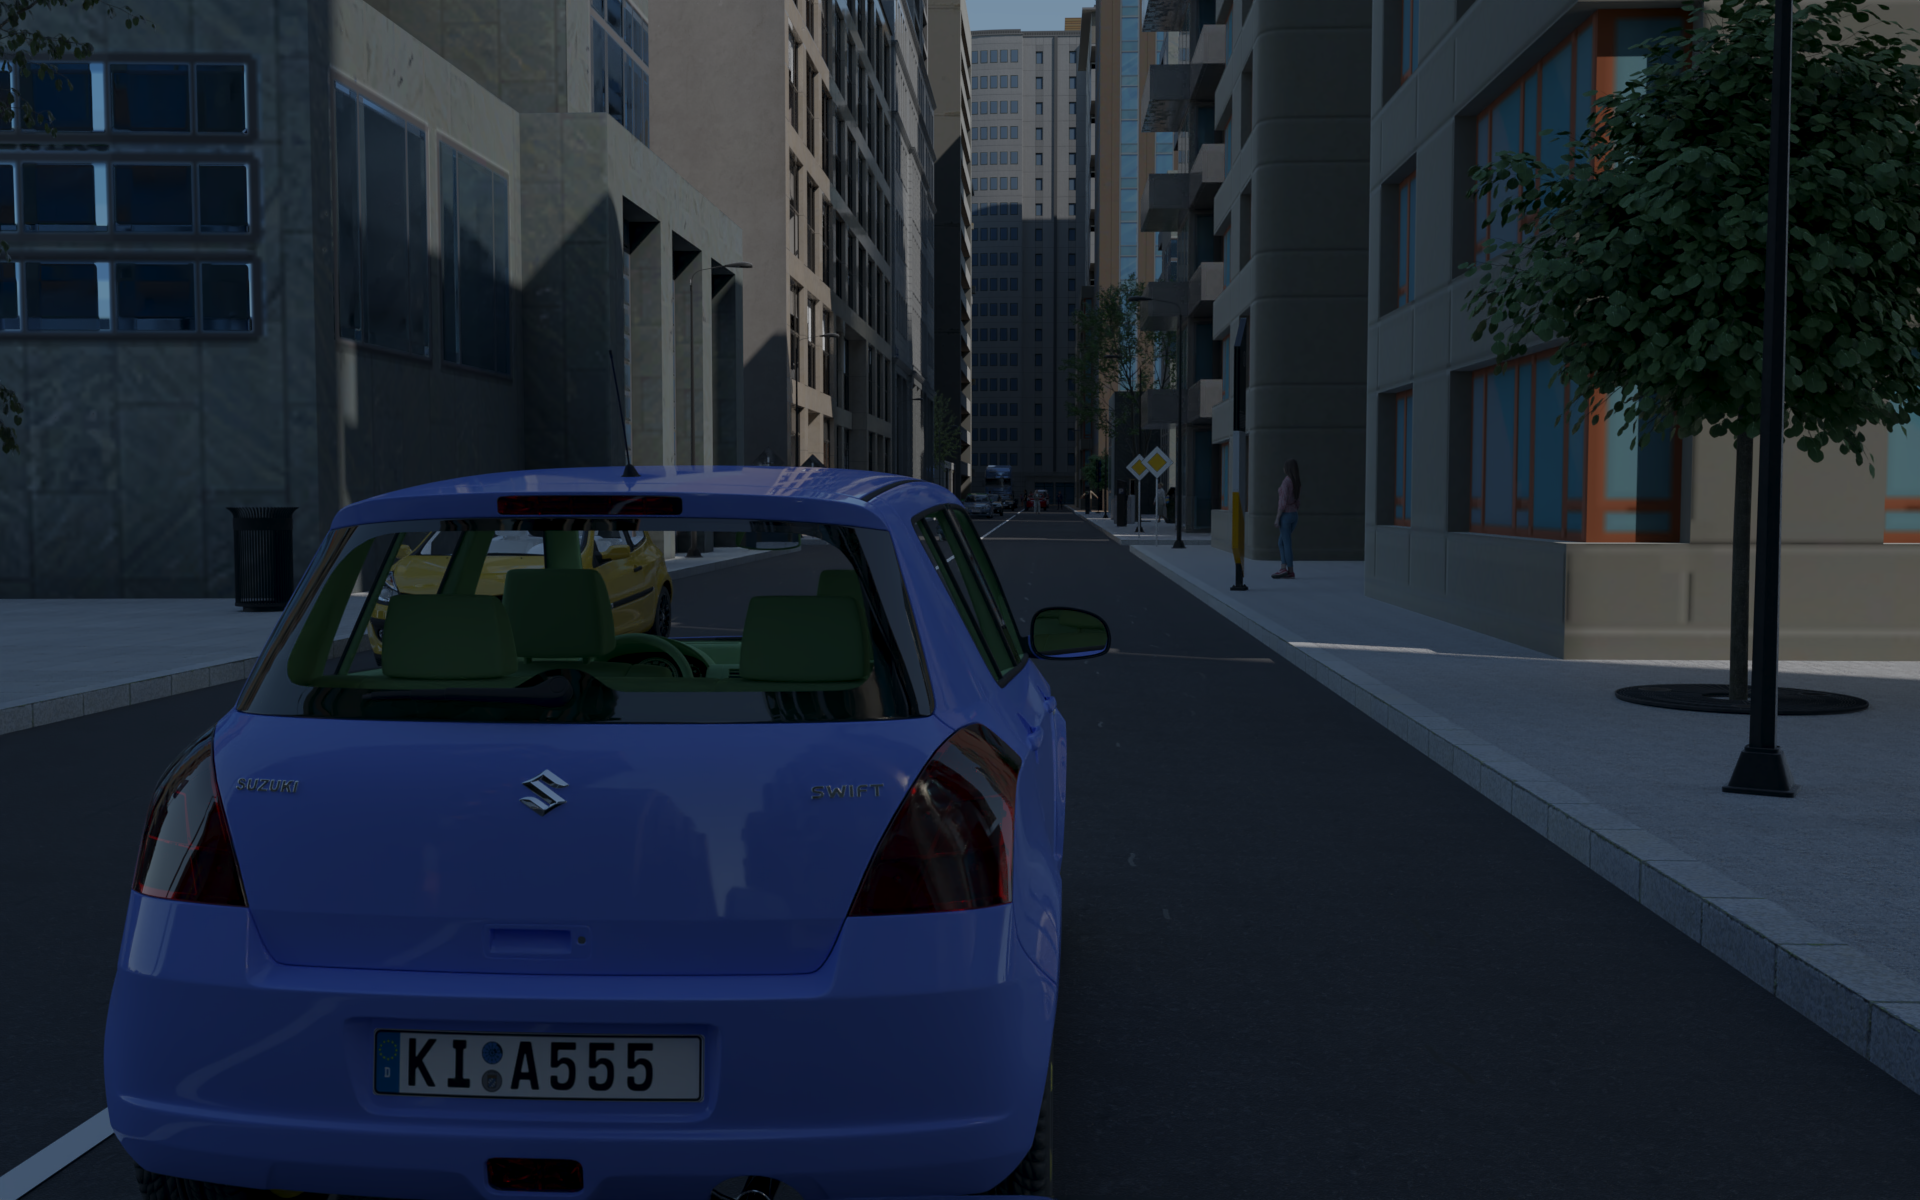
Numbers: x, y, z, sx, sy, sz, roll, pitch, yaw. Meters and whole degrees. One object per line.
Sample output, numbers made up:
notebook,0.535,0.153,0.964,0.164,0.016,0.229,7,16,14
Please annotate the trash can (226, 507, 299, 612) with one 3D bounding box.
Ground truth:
trash can,-7.643,-0.450,19.013,0.748,1.137,0.748,0,3,0

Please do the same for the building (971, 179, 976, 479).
building,-10.528,-30.193,185.533,23.993,40.220,32.217,0,4,3

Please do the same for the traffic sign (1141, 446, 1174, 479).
traffic sign,4.783,-2.429,41.902,0.795,2.593,0.064,0,4,3

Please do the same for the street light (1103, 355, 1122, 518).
street light,5.475,-5.222,57.914,1.470,5.913,1.316,0,4,3

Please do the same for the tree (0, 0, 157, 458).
tree,-6.708,-3.638,9.839,4.360,8.622,3.978,0,3,0

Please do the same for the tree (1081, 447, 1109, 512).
tree,10.159,-8.439,121.687,4.285,4.588,4.351,0,3,0

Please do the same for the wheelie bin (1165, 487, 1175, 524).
wheelie bin,9.402,-4.133,75.489,0.980,1.594,0.693,-3,5,-39

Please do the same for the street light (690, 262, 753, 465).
street light,-4.840,-3.809,34.810,1.470,5.913,1.316,0,4,3

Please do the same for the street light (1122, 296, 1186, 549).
street light,4.630,-4.172,40.754,1.470,5.913,1.316,0,4,3

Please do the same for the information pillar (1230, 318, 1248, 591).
information pillar,3.699,-1.931,22.928,0.183,3.616,0.504,1,4,19

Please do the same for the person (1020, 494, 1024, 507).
person,6.813,-10.943,190.652,0.421,1.427,0.697,1,4,23

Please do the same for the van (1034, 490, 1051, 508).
van,8.195,-10.293,175.304,2.013,2.044,4.112,0,4,2

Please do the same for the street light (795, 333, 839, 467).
street light,-4.188,-4.749,50.189,1.470,5.913,1.316,0,4,3

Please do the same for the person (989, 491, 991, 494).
person,2.771,-8.989,156.183,0.721,1.736,1.217,3,4,38

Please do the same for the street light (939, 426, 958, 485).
street light,-0.835,-8.873,117.609,1.470,5.913,1.316,0,4,3

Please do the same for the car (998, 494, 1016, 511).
car,3.798,-8.466,148.208,2.009,1.686,4.222,0,4,2

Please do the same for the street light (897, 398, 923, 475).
street light,-2.470,-6.810,83.891,1.470,5.913,1.316,0,4,3

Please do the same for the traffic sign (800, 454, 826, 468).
traffic sign,-4.298,-2.947,50.371,0.795,2.593,0.064,0,4,3

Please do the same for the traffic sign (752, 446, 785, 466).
traffic sign,-4.698,-2.459,42.396,0.795,2.593,0.064,0,4,3

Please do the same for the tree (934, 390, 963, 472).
tree,-1.987,-10.571,123.201,4.737,8.622,4.395,0,3,0

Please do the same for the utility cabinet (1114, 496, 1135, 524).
utility cabinet,7.055,-3.868,74.404,0.306,1.237,1.020,-3,5,-40

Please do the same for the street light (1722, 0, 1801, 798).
street light,2.926,-2.129,7.344,1.470,5.913,1.316,0,4,3

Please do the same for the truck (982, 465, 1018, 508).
truck,4.116,-10.932,168.493,2.967,4.110,18.799,0,4,4

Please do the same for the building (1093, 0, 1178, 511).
building,17.662,-29.707,135.825,14.600,45.320,14.200,0,4,3

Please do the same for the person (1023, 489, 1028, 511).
person,5.391,-8.264,143.628,0.705,1.822,1.348,0,4,4

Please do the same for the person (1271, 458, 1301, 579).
person,4.974,-1.236,26.257,0.388,1.821,0.555,2,4,32

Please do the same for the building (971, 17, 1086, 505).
building,5.982,-41.389,218.715,28.212,58.520,21.231,0,4,3

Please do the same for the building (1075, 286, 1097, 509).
building,24.599,-19.125,157.741,27.650,21.520,28.899,0,4,3

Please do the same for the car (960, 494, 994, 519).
car,1.044,-5.545,102.662,2.014,1.417,4.499,0,4,4

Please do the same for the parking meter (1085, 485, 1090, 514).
parking meter,8.127,-6.407,110.470,0.255,1.863,0.399,1,4,9

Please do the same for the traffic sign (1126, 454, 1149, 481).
traffic sign,5.183,-2.917,49.877,0.795,2.593,0.064,0,4,3

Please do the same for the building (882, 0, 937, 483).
building,-7.809,-19.666,99.029,11.434,29.767,29.804,0,4,3

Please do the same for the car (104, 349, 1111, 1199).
car,-0.567,0.308,4.558,1.945,1.707,3.694,0,4,3

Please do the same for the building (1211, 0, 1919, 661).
building,19.206,-11.096,26.465,27.650,21.520,28.899,0,4,3

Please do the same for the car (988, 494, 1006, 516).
car,2.004,-6.386,114.191,2.009,1.686,4.222,0,4,1

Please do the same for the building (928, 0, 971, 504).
building,-10.072,-32.619,157.024,21.300,48.544,21.600,0,4,3

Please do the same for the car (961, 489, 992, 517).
car,1.092,-6.120,108.859,1.959,1.807,4.718,0,4,4

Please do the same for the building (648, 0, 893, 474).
building,-13.731,-16.046,66.861,19.350,26.468,34.151,0,4,3

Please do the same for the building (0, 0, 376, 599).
building,-21.334,-43.849,29.611,31.000,86.520,22.319,0,4,3

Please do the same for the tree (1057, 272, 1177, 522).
tree,8.348,-9.427,79.889,9.928,11.665,9.643,0,3,0

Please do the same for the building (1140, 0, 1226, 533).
building,21.581,-26.896,59.361,30.456,49.044,23.786,0,4,3

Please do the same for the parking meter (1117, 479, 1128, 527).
parking meter,6.383,-3.815,68.088,0.399,1.863,0.255,2,4,24

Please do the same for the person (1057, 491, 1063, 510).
person,8.937,-8.922,155.287,0.541,1.710,0.530,1,4,23

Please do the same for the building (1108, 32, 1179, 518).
building,20.579,-48.194,100.640,22.319,86.520,31.000,0,4,3

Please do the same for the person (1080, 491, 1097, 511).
person,9.666,-7.561,129.676,1.348,1.823,0.705,0,4,4

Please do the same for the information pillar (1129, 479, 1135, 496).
information pillar,8.517,-4.955,85.503,0.304,2.012,0.304,0,4,4

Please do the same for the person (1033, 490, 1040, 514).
person,5.408,-6.891,121.718,0.519,1.759,0.362,-1,4,-12

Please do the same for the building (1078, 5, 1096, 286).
building,27.131,-36.463,185.400,28.713,52.752,27.495,0,4,3

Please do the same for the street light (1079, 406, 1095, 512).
street light,7.151,-7.265,91.326,1.470,5.913,1.316,0,4,3

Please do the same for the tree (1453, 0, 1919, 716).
tree,4.886,-1.640,10.535,4.285,4.588,4.351,0,3,0

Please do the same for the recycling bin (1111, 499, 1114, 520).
recycling bin,8.017,-4.539,86.773,0.722,1.027,0.722,-1,4,-21

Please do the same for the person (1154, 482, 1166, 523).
person,8.890,-4.299,76.555,0.641,1.798,0.478,-1,4,-20

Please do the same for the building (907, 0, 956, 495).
building,-10.787,-42.605,134.836,20.563,71.187,20.611,0,4,3

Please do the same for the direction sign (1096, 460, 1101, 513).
direction sign,9.146,-7.496,114.559,0.379,3.537,0.876,2,4,26

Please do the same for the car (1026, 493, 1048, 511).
car,6.615,-8.648,150.442,2.155,1.783,4.494,0,4,2

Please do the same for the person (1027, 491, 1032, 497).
person,7.504,-10.723,184.542,1.217,1.735,0.721,3,4,38
